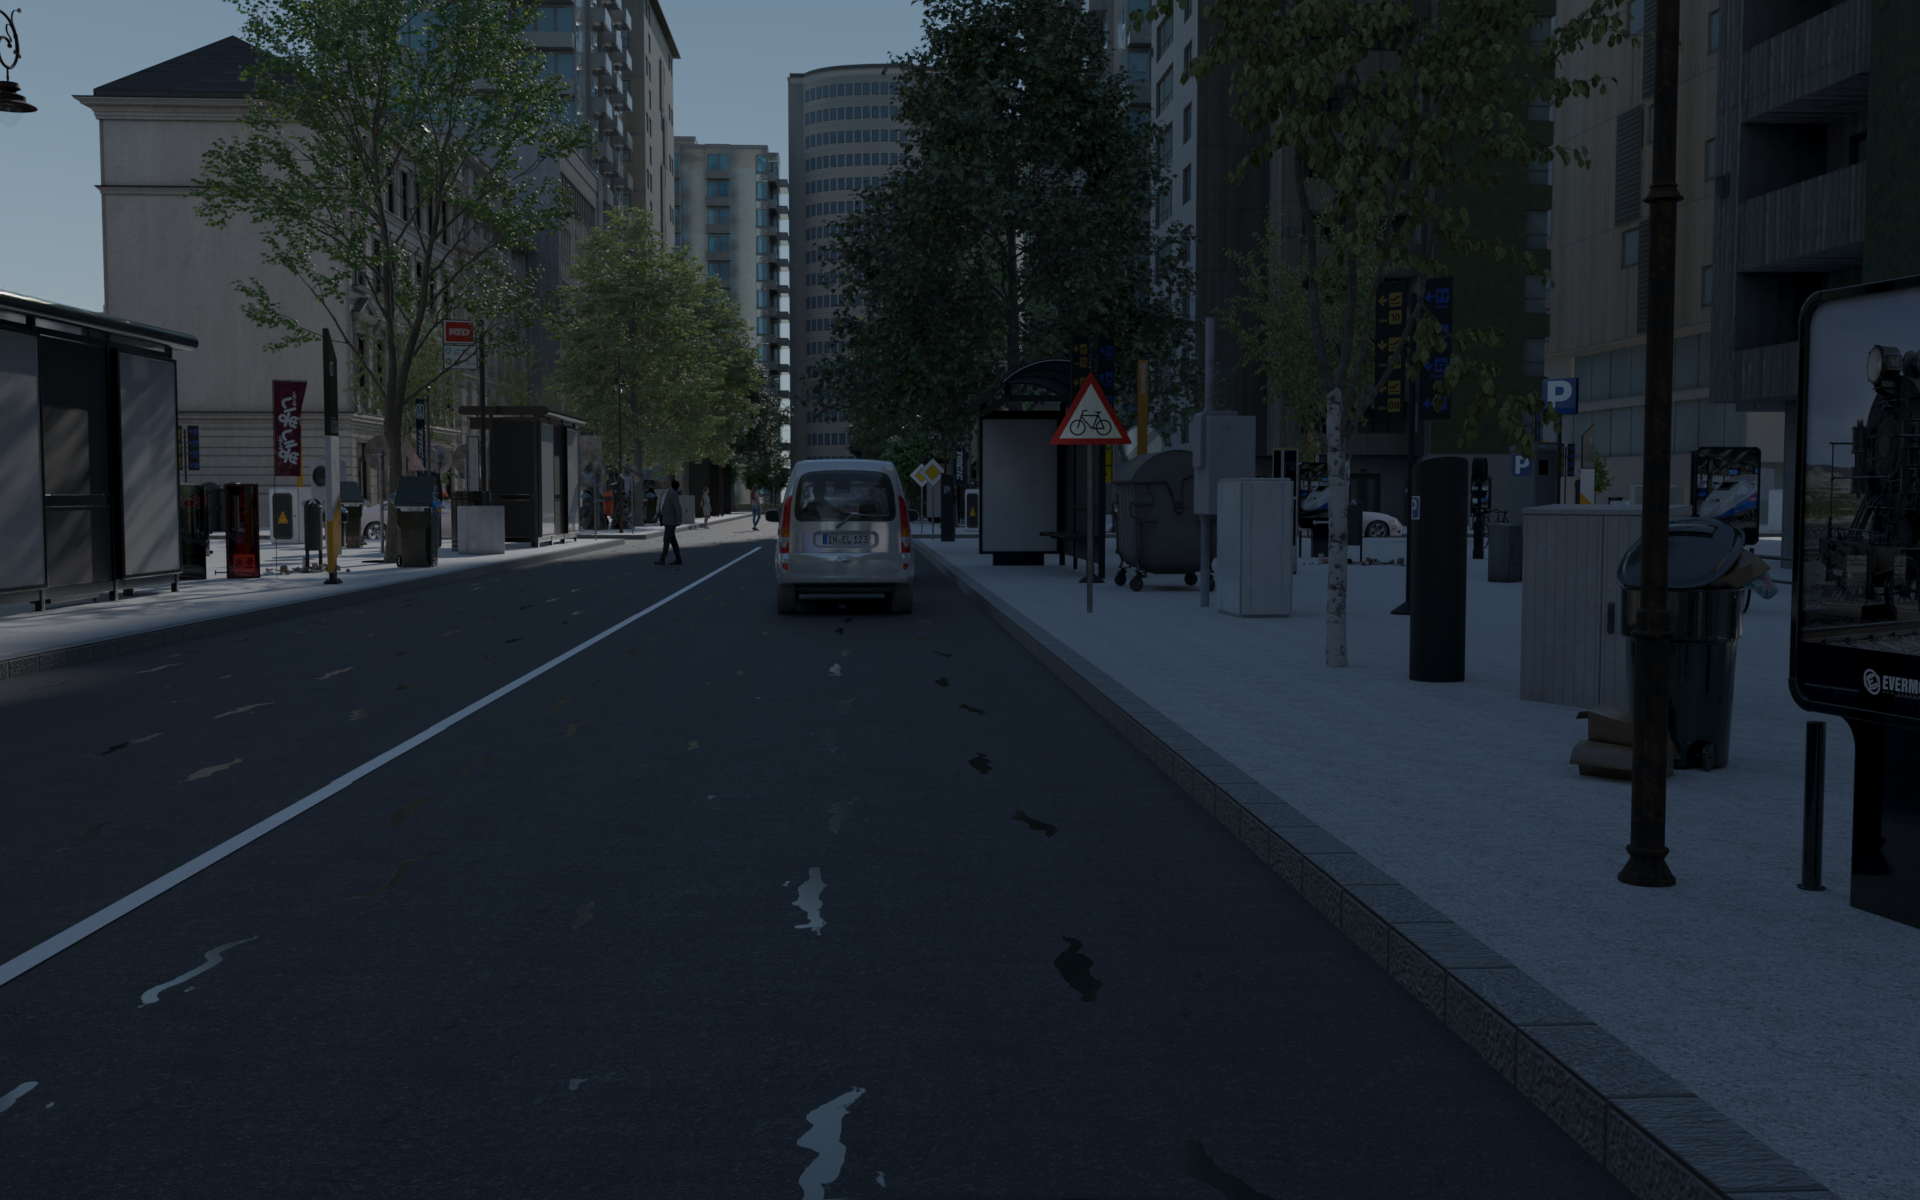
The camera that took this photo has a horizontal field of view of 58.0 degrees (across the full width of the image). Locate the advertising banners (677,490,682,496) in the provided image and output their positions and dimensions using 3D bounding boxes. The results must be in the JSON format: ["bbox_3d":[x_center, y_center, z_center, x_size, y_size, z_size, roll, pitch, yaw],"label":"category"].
[{"bbox_3d":[-17.059,-6.656,105.008,0.090,3.025,2.074,-2,4,-28],"label":"advertising banners"}]

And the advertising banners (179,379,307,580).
[{"bbox_3d":[-10.905,-1.835,26.196,2.074,3.025,0.090,-2,4,-35],"label":"advertising banners"}]

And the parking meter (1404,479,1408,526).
[{"bbox_3d":[17.826,-3.853,68.708,0.255,1.863,0.399,-1,4,-18],"label":"parking meter"}]

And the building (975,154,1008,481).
[{"bbox_3d":[8.537,-30.980,190.113,14.154,41.232,14.086,0,4,-3],"label":"building"}]

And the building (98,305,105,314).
[{"bbox_3d":[-72.815,-20.419,178.894,28.899,21.520,27.650,0,4,-3],"label":"building"}]

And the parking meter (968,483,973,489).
[{"bbox_3d":[0.562,-5.380,93.666,0.255,1.863,0.399,-1,4,-13],"label":"parking meter"}]

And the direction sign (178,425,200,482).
[{"bbox_3d":[-25.558,-3.987,57.181,0.876,3.537,0.379,-1,4,-9],"label":"direction sign"}]

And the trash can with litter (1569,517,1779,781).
[{"bbox_3d":[3.288,0.207,8.007,0.624,1.170,1.055,3,5,43],"label":"trash can with litter"}]

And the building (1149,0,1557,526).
[{"bbox_3d":[16.248,-18.563,75.206,14.107,30.474,14.160,0,4,-3],"label":"building"}]

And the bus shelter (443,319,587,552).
[{"bbox_3d":[-10.942,-3.974,42.600,2.179,5.291,8.768,0,4,-3],"label":"bus shelter"}]

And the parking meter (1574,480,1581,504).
[{"bbox_3d":[25.396,-4.002,71.145,0.255,1.863,0.399,1,4,10],"label":"parking meter"}]

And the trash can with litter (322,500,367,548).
[{"bbox_3d":[-14.719,-1.839,41.461,1.055,1.170,0.624,1,4,10],"label":"trash can with litter"}]

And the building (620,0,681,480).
[{"bbox_3d":[-43.919,-36.084,179.218,27.495,52.752,28.713,0,4,-3],"label":"building"}]

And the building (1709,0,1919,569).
[{"bbox_3d":[19.674,-15.578,26.404,14.160,30.474,14.107,0,4,-3],"label":"building"}]

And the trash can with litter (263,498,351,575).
[{"bbox_3d":[-10.872,-1.060,28.394,1.678,1.210,2.233,0,4,4],"label":"trash can with litter"}]

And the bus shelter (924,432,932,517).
[{"bbox_3d":[-1.952,-7.193,95.235,2.179,5.291,8.768,0,4,-3],"label":"bus shelter"}]

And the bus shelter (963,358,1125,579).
[{"bbox_3d":[1.280,-2.117,28.539,2.014,3.302,5.546,0,4,-4],"label":"bus shelter"}]

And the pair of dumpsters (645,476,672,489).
[{"bbox_3d":[-16.255,-5.535,92.995,1.574,2.255,4.437,0,4,-3],"label":"pair of dumpsters"}]

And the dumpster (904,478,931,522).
[{"bbox_3d":[-1.768,-4.668,78.821,1.502,2.255,1.985,0,4,-3],"label":"dumpster"}]

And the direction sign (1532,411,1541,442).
[{"bbox_3d":[15.783,-3.397,47.539,0.379,3.537,0.876,0,4,6],"label":"direction sign"}]

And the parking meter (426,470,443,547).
[{"bbox_3d":[-12.653,-2.195,41.604,0.399,1.863,0.255,-2,4,-29],"label":"parking meter"}]

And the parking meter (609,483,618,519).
[{"bbox_3d":[-18.041,-5.169,90.232,0.255,1.863,0.399,3,4,38],"label":"parking meter"}]

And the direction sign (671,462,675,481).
[{"bbox_3d":[-17.675,-7.037,107.050,0.379,3.537,0.876,-2,4,-32],"label":"direction sign"}]

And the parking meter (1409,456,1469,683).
[{"bbox_3d":[3.293,-0.214,11.915,0.372,1.533,0.369,0,3,0],"label":"parking meter"}]

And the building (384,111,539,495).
[{"bbox_3d":[-32.617,-15.663,97.887,13.314,21.916,24.055,0,4,-3],"label":"building"}]

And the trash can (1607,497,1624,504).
[{"bbox_3d":[30.350,-4.195,80.249,0.748,1.137,0.748,0,3,0],"label":"trash can"}]

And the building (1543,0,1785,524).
[{"bbox_3d":[44.572,-30.213,83.228,27.495,52.752,28.713,0,4,-3],"label":"building"}]

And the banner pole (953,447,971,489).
[{"bbox_3d":[0.135,-4.332,60.840,0.863,3.779,0.401,-1,4,-19],"label":"banner pole"}]

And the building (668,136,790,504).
[{"bbox_3d":[-38.363,-37.599,234.351,30.456,49.044,23.786,0,4,-3],"label":"building"}]

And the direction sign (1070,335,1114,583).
[{"bbox_3d":[1.908,-2.018,24.987,0.876,3.537,0.379,-3,5,-42],"label":"direction sign"}]

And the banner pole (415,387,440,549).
[{"bbox_3d":[-12.413,-3.066,40.152,0.401,3.779,0.863,1,4,9],"label":"banner pole"}]

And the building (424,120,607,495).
[{"bbox_3d":[-32.070,-18.459,119.825,12.078,24.808,19.932,0,4,-3],"label":"building"}]

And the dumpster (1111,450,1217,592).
[{"bbox_3d":[2.788,-1.081,23.430,1.264,1.857,1.865,0,4,-3],"label":"dumpster"}]

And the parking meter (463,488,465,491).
[{"bbox_3d":[-13.332,-2.375,47.250,0.372,1.533,0.369,0,3,0],"label":"parking meter"}]

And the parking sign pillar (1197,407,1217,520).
[{"bbox_3d":[7.124,-3.669,48.460,1.447,3.967,1.447,-3,5,-43],"label":"parking sign pillar"}]

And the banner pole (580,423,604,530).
[{"bbox_3d":[-13.003,-4.350,61.140,0.863,3.779,0.401,1,4,9],"label":"banner pole"}]

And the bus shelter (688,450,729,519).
[{"bbox_3d":[-13.689,-6.226,93.079,1.731,3.624,6.357,0,4,-4],"label":"bus shelter"}]

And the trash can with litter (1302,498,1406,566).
[{"bbox_3d":[7.346,-1.241,31.349,2.233,1.210,1.678,3,5,40],"label":"trash can with litter"}]

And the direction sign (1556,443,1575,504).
[{"bbox_3d":[27.113,-5.235,77.587,0.876,3.537,0.379,-1,4,-11],"label":"direction sign"}]

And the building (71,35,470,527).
[{"bbox_3d":[-28.727,-12.895,75.453,10.561,19.102,19.286,0,4,-3],"label":"building"}]

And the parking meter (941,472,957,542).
[{"bbox_3d":[-0.304,-2.507,46.705,0.399,1.863,0.255,1,4,14],"label":"parking meter"}]

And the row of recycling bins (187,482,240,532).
[{"bbox_3d":[-26.059,-3.178,59.068,3.534,1.692,1.069,0,4,4],"label":"row of recycling bins"}]

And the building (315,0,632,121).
[{"bbox_3d":[-39.433,-32.088,144.247,23.786,49.044,30.456,0,4,-3],"label":"building"}]

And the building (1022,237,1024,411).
[{"bbox_3d":[14.700,-52.226,166.563,22.319,86.520,31.000,0,4,-3],"label":"building"}]

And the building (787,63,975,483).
[{"bbox_3d":[-8.972,-42.395,235.158,28.212,58.520,21.231,0,4,-3],"label":"building"}]

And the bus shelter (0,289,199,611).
[{"bbox_3d":[-10.792,-2.486,18.280,2.179,5.291,8.768,0,4,-3],"label":"bus shelter"}]

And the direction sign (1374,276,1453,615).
[{"bbox_3d":[4.794,-1.615,18.398,0.876,3.537,0.379,3,5,43],"label":"direction sign"}]

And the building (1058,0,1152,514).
[{"bbox_3d":[18.617,-30.422,117.003,23.786,49.044,30.456,0,4,-3],"label":"building"}]

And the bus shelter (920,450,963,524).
[{"bbox_3d":[-0.597,-4.892,73.912,2.014,3.302,5.546,0,4,-3],"label":"bus shelter"}]
